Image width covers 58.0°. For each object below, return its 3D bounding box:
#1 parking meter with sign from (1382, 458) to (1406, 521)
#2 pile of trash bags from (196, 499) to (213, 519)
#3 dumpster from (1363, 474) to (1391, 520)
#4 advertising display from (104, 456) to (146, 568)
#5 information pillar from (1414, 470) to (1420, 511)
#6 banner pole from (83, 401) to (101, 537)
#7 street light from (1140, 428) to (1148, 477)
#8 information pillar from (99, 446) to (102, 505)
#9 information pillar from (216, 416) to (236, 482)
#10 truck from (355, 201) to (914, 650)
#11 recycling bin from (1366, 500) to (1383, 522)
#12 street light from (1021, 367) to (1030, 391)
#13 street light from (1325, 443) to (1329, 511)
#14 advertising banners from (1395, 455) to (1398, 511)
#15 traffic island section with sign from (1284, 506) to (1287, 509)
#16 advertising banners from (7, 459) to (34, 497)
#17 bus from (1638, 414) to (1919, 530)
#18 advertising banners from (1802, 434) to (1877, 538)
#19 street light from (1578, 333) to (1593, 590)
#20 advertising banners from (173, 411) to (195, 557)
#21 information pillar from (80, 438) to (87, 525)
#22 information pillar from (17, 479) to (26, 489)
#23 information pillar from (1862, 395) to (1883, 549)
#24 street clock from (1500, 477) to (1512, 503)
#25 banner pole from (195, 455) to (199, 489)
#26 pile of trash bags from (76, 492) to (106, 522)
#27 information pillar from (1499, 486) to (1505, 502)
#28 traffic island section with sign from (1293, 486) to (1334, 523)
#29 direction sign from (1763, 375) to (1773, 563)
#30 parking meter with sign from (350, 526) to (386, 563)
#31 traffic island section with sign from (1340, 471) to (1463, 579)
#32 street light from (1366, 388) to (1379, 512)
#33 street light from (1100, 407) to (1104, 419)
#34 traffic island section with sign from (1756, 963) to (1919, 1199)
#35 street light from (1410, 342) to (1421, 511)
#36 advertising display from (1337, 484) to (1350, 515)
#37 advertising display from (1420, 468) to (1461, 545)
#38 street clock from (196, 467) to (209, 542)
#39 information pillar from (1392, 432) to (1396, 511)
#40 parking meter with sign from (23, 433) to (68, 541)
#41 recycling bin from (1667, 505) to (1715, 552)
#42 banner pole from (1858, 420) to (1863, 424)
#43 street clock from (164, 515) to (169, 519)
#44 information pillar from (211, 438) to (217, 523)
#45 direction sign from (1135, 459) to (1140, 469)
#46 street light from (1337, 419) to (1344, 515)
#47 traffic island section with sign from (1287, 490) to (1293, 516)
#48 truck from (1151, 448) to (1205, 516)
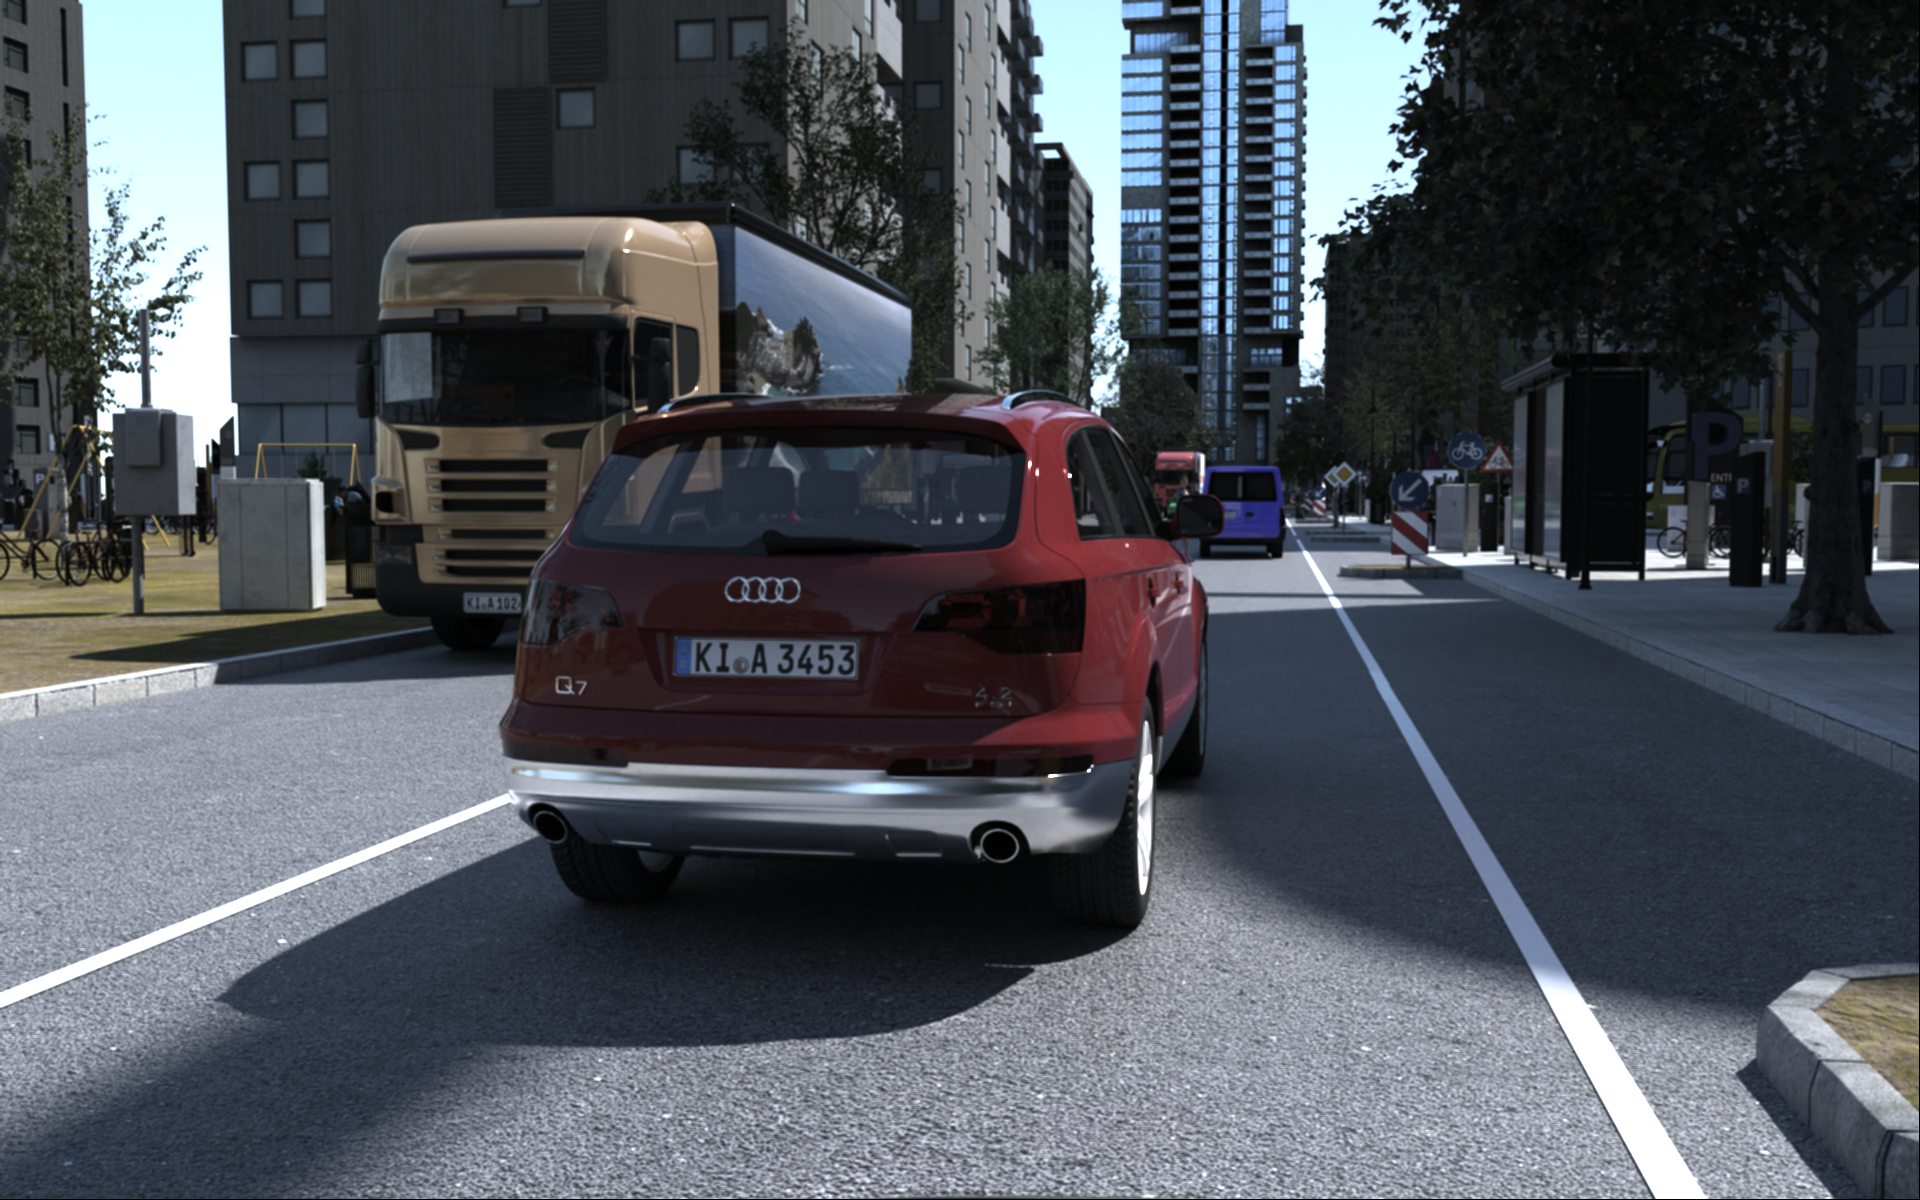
[{"bbox_3d":[20.972,-5.286,82.690,0.543,3.016,1.738,-2,4,-31],"label":"parking meter with sign"},{"bbox_3d":[-37.968,-4.774,87.804,3.447,1.369,1.912,-3,5,-41],"label":"pile of trash bags"},{"bbox_3d":[20.574,-5.035,84.821,1.502,2.255,1.985,1,4,10],"label":"dumpster"},{"bbox_3d":[-14.512,-1.524,30.128,0.123,1.923,0.974,0,4,7],"label":"advertising display"},{"bbox_3d":[14.127,-2.982,53.243,0.304,2.012,0.304,-2,4,-27],"label":"information pillar"},{"bbox_3d":[-23.176,-3.443,46.309,0.401,3.779,0.863,0,4,3],"label":"banner pole"},{"bbox_3d":[12.753,-9.036,120.520,0.468,5.910,1.993,1,4,10],"label":"street light"},{"bbox_3d":[-42.424,-5.751,85.377,0.183,3.616,0.504,-3,4,-38],"label":"information pillar"},{"bbox_3d":[-21.888,-3.698,51.823,0.504,3.616,0.183,1,4,14],"label":"information pillar"},{"bbox_3d":[-2.922,-1.846,19.095,2.839,4.237,11.283,1,4,11],"label":"truck"},{"bbox_3d":[19.099,-4.105,79.678,0.722,1.027,0.722,1,4,9],"label":"recycling bin"},{"bbox_3d":[2.411,-5.523,63.092,0.468,5.910,1.993,1,4,10],"label":"street light"},{"bbox_3d":[28.201,-9.795,132.941,0.468,5.910,1.993,1,4,10],"label":"street light"},{"bbox_3d":[19.289,-4.913,76.510,0.090,3.025,2.074,1,4,17],"label":"advertising banners"},{"bbox_3d":[31.177,-9.317,160.968,1.989,1.847,2.006,1,4,10],"label":"traffic island section with sign"},{"bbox_3d":[-46.881,-5.524,86.512,2.074,3.025,0.090,2,4,27],"label":"advertising banners"},{"bbox_3d":[27.192,-3.807,53.785,12.252,3.916,2.896,1,4,9],"label":"bus"},{"bbox_3d":[25.118,-3.261,49.513,2.074,3.025,0.090,3,5,43],"label":"advertising banners"},{"bbox_3d":[8.422,-3.081,23.157,0.468,5.910,1.993,1,4,10],"label":"street light"},{"bbox_3d":[-16.229,-2.444,36.152,0.090,3.025,2.074,-2,4,-33],"label":"advertising banners"},{"bbox_3d":[-36.215,-4.904,71.528,0.183,3.616,0.504,-3,4,-38],"label":"information pillar"},{"bbox_3d":[-45.444,-4.857,83.903,0.304,2.012,0.304,-1,4,-13],"label":"information pillar"},{"bbox_3d":[21.384,-3.017,40.679,0.183,3.616,0.504,-1,4,-21],"label":"information pillar"},{"bbox_3d":[22.701,-4.128,72.059,0.471,2.002,0.358,-1,4,-22],"label":"street clock"},{"bbox_3d":[-48.852,-7.376,110.610,0.863,3.779,0.401,-3,5,-42],"label":"banner pole"},{"bbox_3d":[-40.386,-4.328,80.513,1.912,1.369,3.447,0,4,-2],"label":"pile of trash bags"},{"bbox_3d":[28.297,-5.264,90.553,0.304,2.012,0.304,0,4,5],"label":"information pillar"},{"bbox_3d":[17.623,-4.704,85.543,1.989,1.847,2.006,1,4,10],"label":"traffic island section with sign"},{"bbox_3d":[15.031,-2.458,32.193,0.379,3.537,0.876,1,4,23],"label":"direction sign"},{"bbox_3d":[-10.579,-2.221,32.570,1.738,3.016,0.543,-1,4,-9],"label":"parking meter with sign"},{"bbox_3d":[7.673,-1.321,30.225,1.989,1.847,2.006,1,4,10],"label":"traffic island section with sign"},{"bbox_3d":[17.968,-6.281,75.489,0.468,5.910,1.993,1,4,10],"label":"street light"},{"bbox_3d":[7.523,-7.272,91.682,0.468,5.910,1.993,1,4,10],"label":"street light"},{"bbox_3d":[2.899,0.302,3.695,1.989,1.847,2.006,1,4,10],"label":"traffic island section with sign"},{"bbox_3d":[13.547,-4.832,51.796,0.468,5.910,1.993,1,4,10],"label":"street light"},{"bbox_3d":[24.026,-6.328,108.681,0.123,1.923,0.974,-3,5,-43],"label":"advertising display"},{"bbox_3d":[11.962,-2.322,43.182,0.974,1.923,0.123,1,4,23],"label":"advertising display"},{"bbox_3d":[-20.110,-2.530,45.937,0.358,2.002,0.471,-1,4,-23],"label":"street clock"},{"bbox_3d":[16.445,-4.542,65.619,0.183,3.616,0.504,1,4,15],"label":"information pillar"},{"bbox_3d":[-25.639,-3.196,48.519,0.543,3.016,1.738,0,4,-3],"label":"parking meter with sign"},{"bbox_3d":[16.367,-1.605,38.795,0.722,1.027,0.722,-2,4,-29],"label":"recycling bin"},{"bbox_3d":[30.310,-4.196,58.624,0.401,3.779,0.863,0,4,2],"label":"banner pole"},{"bbox_3d":[-40.925,-5.179,89.252,0.471,2.002,0.358,1,4,22],"label":"street clock"},{"bbox_3d":[-31.028,-4.954,72.360,0.183,3.616,0.504,2,4,31],"label":"information pillar"},{"bbox_3d":[11.413,-7.439,113.627,0.876,3.537,0.379,3,4,38],"label":"direction sign"},{"bbox_3d":[22.946,-8.054,104.475,0.468,5.910,1.993,1,4,10],"label":"street light"},{"bbox_3d":[22.384,-6.327,112.076,1.989,1.847,2.006,1,4,10],"label":"traffic island section with sign"},{"bbox_3d":[13.771,-7.314,108.504,2.839,4.237,11.283,1,4,11],"label":"truck"}]
